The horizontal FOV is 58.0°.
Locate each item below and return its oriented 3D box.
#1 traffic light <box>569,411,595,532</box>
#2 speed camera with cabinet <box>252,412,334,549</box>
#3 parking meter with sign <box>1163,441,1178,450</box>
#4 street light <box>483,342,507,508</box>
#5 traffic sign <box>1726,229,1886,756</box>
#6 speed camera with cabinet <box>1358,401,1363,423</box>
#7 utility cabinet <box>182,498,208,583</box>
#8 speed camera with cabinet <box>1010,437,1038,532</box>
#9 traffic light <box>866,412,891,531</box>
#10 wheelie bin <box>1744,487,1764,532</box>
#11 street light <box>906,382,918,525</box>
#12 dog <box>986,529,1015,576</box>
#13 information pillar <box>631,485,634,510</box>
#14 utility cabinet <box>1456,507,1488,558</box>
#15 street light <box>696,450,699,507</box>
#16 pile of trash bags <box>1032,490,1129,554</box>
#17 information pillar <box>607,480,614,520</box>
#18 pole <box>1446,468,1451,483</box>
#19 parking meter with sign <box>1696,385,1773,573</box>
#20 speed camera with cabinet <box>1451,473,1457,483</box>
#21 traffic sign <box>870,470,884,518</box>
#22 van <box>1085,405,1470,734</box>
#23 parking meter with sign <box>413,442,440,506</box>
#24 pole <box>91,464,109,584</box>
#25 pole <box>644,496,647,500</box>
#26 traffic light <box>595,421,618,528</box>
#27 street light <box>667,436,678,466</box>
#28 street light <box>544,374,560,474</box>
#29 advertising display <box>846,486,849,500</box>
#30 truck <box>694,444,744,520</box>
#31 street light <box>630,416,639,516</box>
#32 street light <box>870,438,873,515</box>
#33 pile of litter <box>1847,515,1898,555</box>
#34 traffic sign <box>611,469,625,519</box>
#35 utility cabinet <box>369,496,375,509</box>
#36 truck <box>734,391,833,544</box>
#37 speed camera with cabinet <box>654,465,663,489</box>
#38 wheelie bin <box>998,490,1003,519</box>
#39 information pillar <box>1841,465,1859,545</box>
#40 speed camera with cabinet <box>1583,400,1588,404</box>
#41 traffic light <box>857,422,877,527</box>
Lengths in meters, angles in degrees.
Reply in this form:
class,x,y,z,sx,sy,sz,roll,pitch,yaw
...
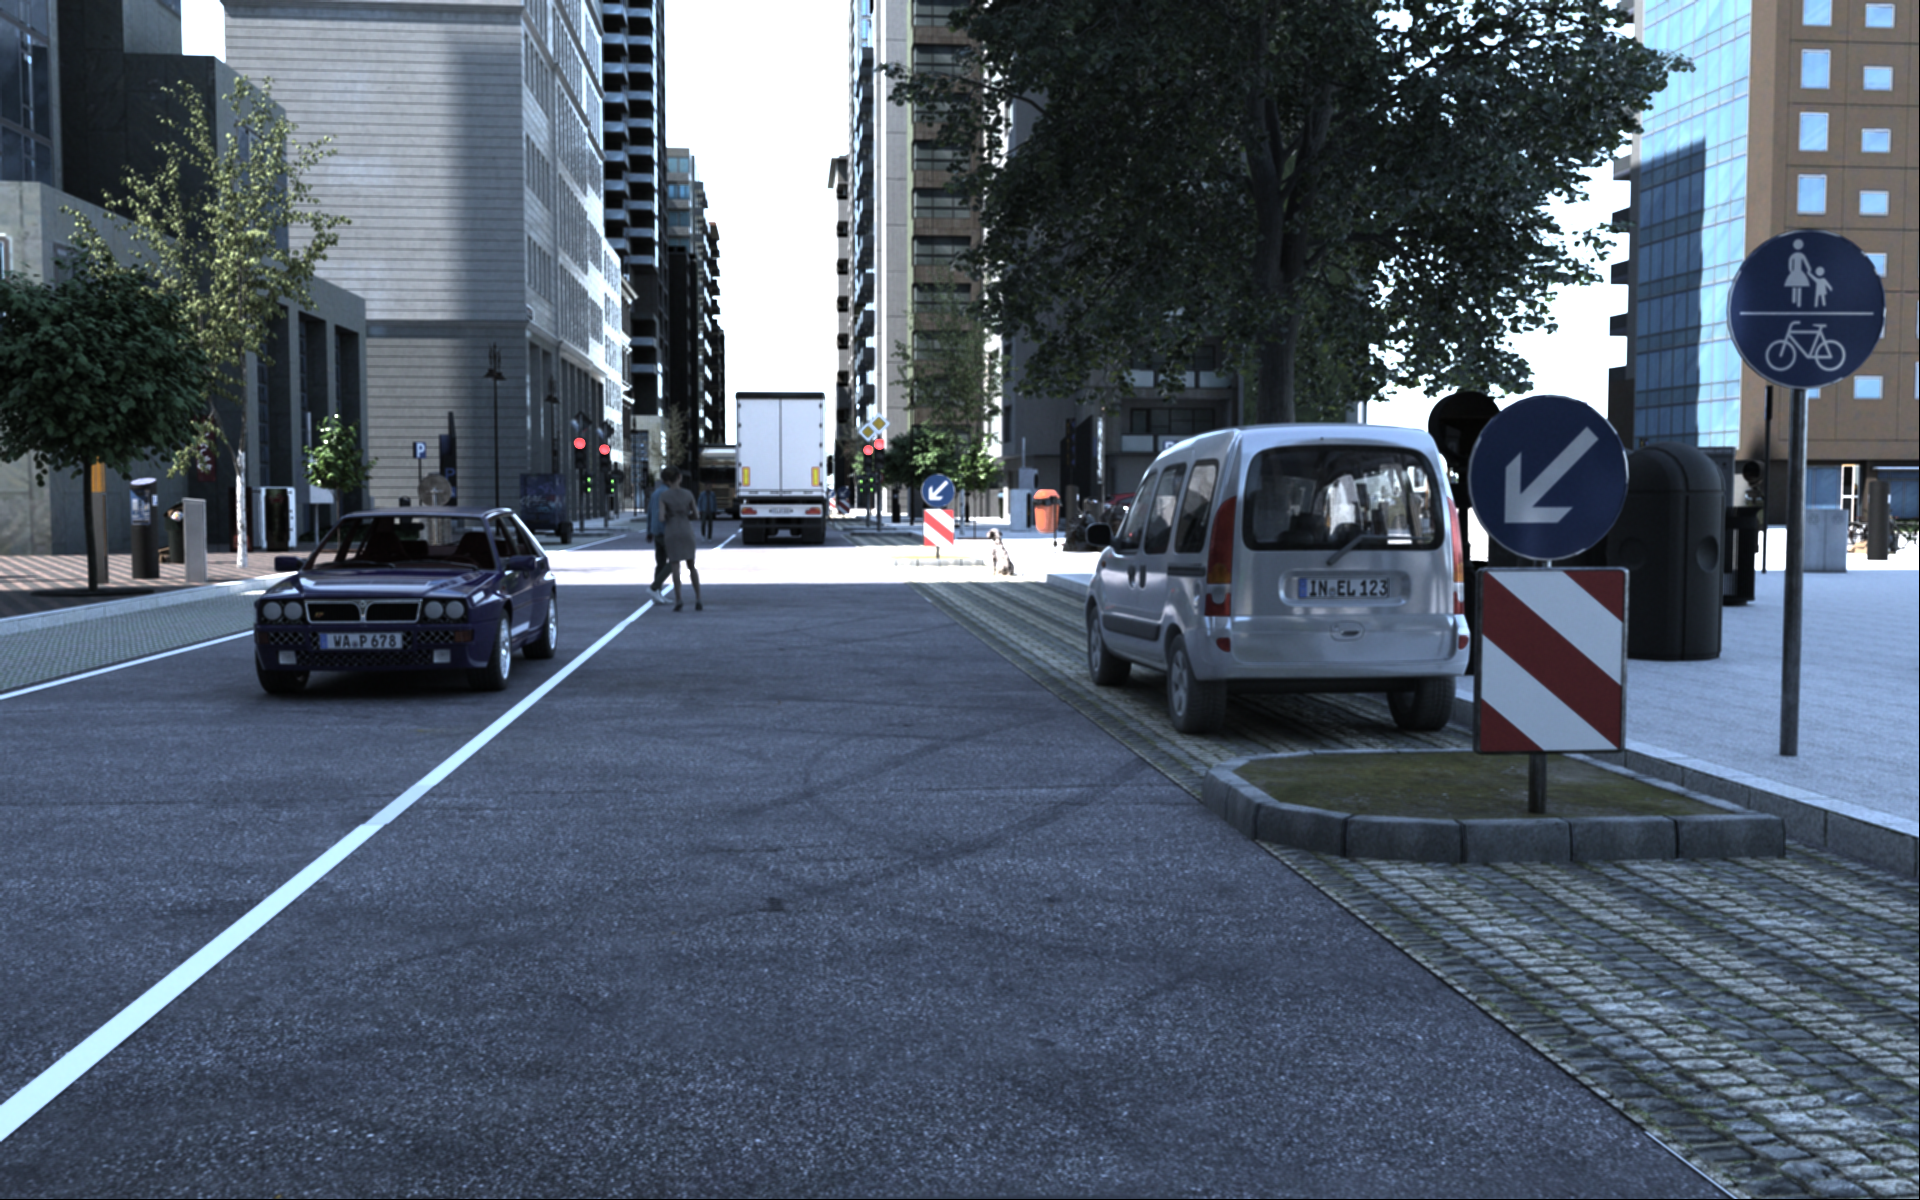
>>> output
class,x,y,z,sx,sy,sz,roll,pitch,yaw
traffic light,-12.753,-4.249,58.385,0.839,4.253,0.868,0,4,-6
speed camera with cabinet,-15.953,-2.868,41.231,0.660,3.252,2.038,2,4,33
parking meter with sign,7.412,-3.725,57.166,0.543,3.016,1.738,3,5,41
street light,-14.146,-4.896,52.837,0.468,5.910,1.993,0,4,-6
traffic sign,4.073,-0.509,8.435,0.768,2.556,0.104,0,4,-1
speed camera with cabinet,8.421,-2.658,37.793,0.660,3.252,2.038,0,4,4
utility cabinet,-11.228,-0.874,25.454,0.306,1.237,1.020,-1,4,-22
speed camera with cabinet,2.225,-4.009,59.881,0.660,3.252,2.038,1,4,14
traffic light,-2.793,-4.311,59.401,0.839,4.253,0.868,0,4,-6
wheelie bin,27.321,-3.156,59.516,0.693,1.594,0.980,1,4,16
street light,-1.995,-6.030,71.382,0.468,5.910,1.993,0,4,-6
dog,0.703,-0.823,30.286,0.513,0.831,0.800,0,4,3
information pillar,-26.372,-8.234,139.119,0.304,2.012,0.304,-1,4,-15
utility cabinet,10.403,-1.589,34.665,0.318,1.500,1.173,-1,4,-19
street light,-26.803,-12.501,177.184,0.468,5.910,1.993,0,4,-6
pile of trash bags,2.975,-1.723,37.931,3.447,1.369,1.912,-3,4,-39
information pillar,-17.209,-4.931,85.111,0.304,2.012,0.304,3,4,37
pole,21.775,-5.099,77.208,0.158,3.312,0.155,0,3,0
parking meter with sign,12.245,-1.956,28.248,1.738,3.016,0.543,1,4,23
speed camera with cabinet,24.640,-5.667,86.984,0.660,3.252,2.038,1,4,19
traffic sign,-4.443,-5.671,92.823,0.768,2.556,0.104,0,4,2
van,1.954,-0.289,11.739,2.013,2.044,4.112,0,4,-6
parking meter with sign,-17.350,-3.765,57.825,1.738,3.016,0.543,1,4,22
pole,-12.295,-1.887,24.690,0.158,3.312,0.155,0,3,0
pole,-23.220,-8.207,128.024,0.158,3.312,0.155,0,3,0
traffic light,-13.554,-4.735,66.330,0.839,4.253,0.868,0,4,-6
street light,-22.547,-9.932,135.173,0.468,5.910,1.993,0,4,-6
street light,-15.650,-5.738,66.599,0.468,5.910,1.993,0,4,-6
advertising display,-8.965,-8.133,138.184,0.123,1.923,0.974,-1,4,-14
truck,-13.612,-6.750,99.271,2.839,4.237,11.283,0,4,-6
street light,-18.949,-7.836,100.901,0.468,5.910,1.993,0,4,-6
street light,-5.428,-8.142,105.913,0.468,5.910,1.993,0,4,-6
pile of litter,19.532,-1.417,37.137,1.719,0.858,1.176,-3,5,-44
traffic sign,-17.542,-5.417,88.667,0.768,2.556,0.104,0,4,3
utility cabinet,-42.755,-7.032,126.137,0.306,1.237,1.020,-1,4,-19
truck,-5.290,-3.905,52.754,2.839,4.237,11.283,0,4,-4
speed camera with cabinet,-20.837,-7.660,119.581,0.660,3.252,2.038,-1,4,-10
wheelie bin,2.302,-4.891,87.871,0.693,1.594,0.980,1,4,16
information pillar,22.326,-2.384,43.470,0.304,2.012,0.304,-3,5,-41
speed camera with cabinet,12.473,-2.581,36.535,2.038,3.252,0.660,1,4,11
traffic light,-3.594,-4.797,67.346,0.839,4.253,0.868,0,4,-6
